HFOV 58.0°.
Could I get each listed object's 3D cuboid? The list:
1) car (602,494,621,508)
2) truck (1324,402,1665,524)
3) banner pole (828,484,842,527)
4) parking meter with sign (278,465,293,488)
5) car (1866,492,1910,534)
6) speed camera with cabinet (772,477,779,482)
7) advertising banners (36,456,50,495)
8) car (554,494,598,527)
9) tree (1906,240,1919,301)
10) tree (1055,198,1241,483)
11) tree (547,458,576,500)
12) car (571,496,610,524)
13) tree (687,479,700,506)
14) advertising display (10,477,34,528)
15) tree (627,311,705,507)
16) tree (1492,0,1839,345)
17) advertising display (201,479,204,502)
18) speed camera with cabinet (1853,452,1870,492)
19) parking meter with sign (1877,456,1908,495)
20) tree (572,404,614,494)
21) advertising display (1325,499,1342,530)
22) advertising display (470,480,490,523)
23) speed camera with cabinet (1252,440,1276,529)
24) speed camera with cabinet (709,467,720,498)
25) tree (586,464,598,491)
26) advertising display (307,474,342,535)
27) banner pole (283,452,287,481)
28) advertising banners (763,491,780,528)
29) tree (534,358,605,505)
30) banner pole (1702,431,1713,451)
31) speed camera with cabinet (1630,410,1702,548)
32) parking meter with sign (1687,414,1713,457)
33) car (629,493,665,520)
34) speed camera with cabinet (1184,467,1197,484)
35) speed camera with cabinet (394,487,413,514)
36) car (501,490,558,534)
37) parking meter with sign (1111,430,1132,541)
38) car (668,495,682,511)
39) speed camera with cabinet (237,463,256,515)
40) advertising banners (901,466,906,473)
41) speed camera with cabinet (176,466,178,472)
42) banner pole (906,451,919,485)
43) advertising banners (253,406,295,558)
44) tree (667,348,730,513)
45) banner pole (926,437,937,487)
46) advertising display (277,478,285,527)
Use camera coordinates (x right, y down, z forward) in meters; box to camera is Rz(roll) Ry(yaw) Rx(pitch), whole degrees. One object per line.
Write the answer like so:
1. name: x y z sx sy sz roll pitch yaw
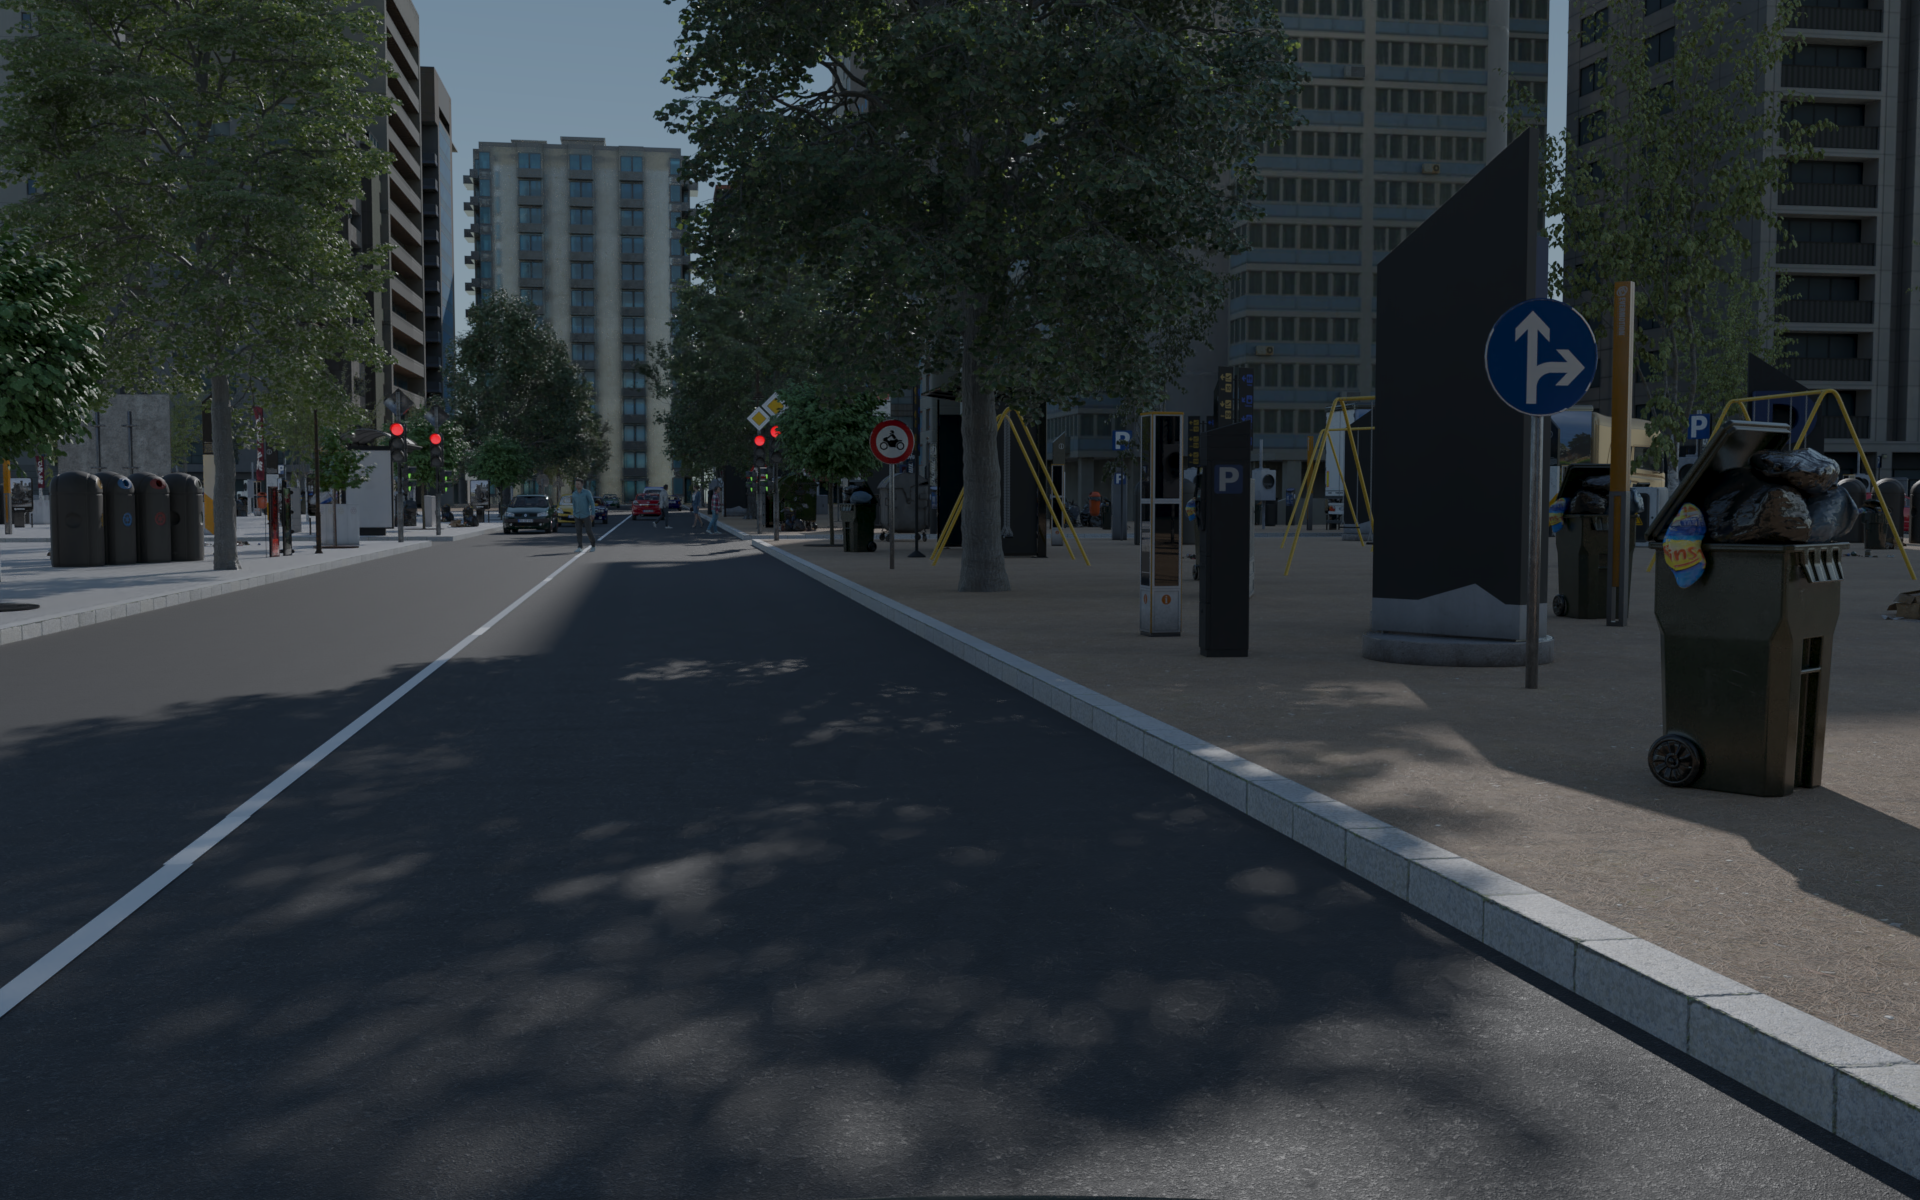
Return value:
1. car: -35.355 -9.992 175.167 2.131 1.459 4.920 -1 4 -10
2. truck: 17.341 -4.043 55.013 11.283 4.237 2.839 -1 4 -10
3. banner pole: -4.889 -4.684 66.592 0.401 3.779 0.863 -1 4 -10
4. parking meter with sign: -40.375 -6.594 104.070 0.543 3.016 1.738 0 4 3
5. car: 30.772 -2.967 57.543 4.494 1.783 2.155 -1 4 -12
6. speed camera with cabinet: -9.935 -6.434 99.533 2.038 3.252 0.660 1 4 10
7. advertising banners: -41.840 -5.121 79.909 0.090 3.025 2.074 1 4 14
8. car: -17.149 -4.094 77.160 2.015 1.641 3.980 -1 4 -12
9. tree: 24.274 -5.513 40.494 4.737 8.622 4.395 0 3 0
10. tree: 4.278 -5.437 39.262 4.360 8.622 3.978 0 3 0
11. tree: -31.306 -11.295 135.030 4.737 8.622 4.395 0 3 0
12. car: -17.941 -4.363 83.923 1.945 1.354 3.894 -1 4 -11
13. tree: -29.601 -12.200 194.069 1.663 3.219 1.824 0 3 0
14. advertising display: -35.919 -3.725 66.114 0.974 1.923 0.123 -1 4 -14
15. tree: -25.932 -19.095 168.100 12.611 20.169 13.585 0 3 0
16. tree: 9.110 -4.415 22.546 4.737 8.622 4.395 0 3 0
17. advertising display: -32.357 -4.276 75.126 0.974 1.923 0.123 -1 4 -13
18. speed camera with cabinet: 40.247 -5.165 78.791 2.038 3.252 0.660 0 4 1
19. parking meter with sign: 42.663 -5.042 78.697 1.738 3.016 0.543 1 4 17
20. tree: -34.365 -13.469 154.634 7.601 10.594 8.767 0 4 -1
21. advertising display: 13.349 -3.470 61.949 0.123 1.923 0.974 3 5 42
22. advertising display: -21.559 -4.440 77.810 0.974 1.923 0.123 1 4 17
23. speed camera with cabinet: 10.402 -4.162 62.388 2.038 3.252 0.660 -2 4 -28
24. speed camera with cabinet: -14.908 -7.071 109.946 2.038 3.252 0.660 -1 4 -9
25. tree: -41.814 -14.902 194.005 4.360 8.622 3.978 0 3 0
26. advertising display: -20.044 -3.017 54.549 0.974 1.923 0.123 0 4 -3
27. banner pole: -39.339 -6.787 100.982 0.401 3.779 0.863 -2 4 -31
28. advertising banners: -6.572 -4.278 66.127 2.074 3.025 0.090 -2 4 -31
29. tree: -33.291 -13.786 143.527 7.486 12.596 7.792 0 3 0
30. banner pole: 25.955 -4.310 60.489 0.401 3.779 0.863 -2 4 -35
31. speed camera with cabinet: 16.788 -2.868 41.221 0.660 3.252 2.038 -3 5 -44
32. parking meter with sign: 16.803 -2.565 38.196 1.738 3.016 0.543 -2 4 -32
33. car: -17.360 -5.346 96.443 2.155 1.783 4.494 -1 4 -10
34. speed camera with cabinet: 7.878 -4.151 62.206 2.038 3.252 0.660 -2 4 -24
35. speed camera with cabinet: -35.606 -7.081 110.109 0.660 3.252 2.038 1 4 15
36. car: -15.812 -3.305 63.818 2.009 1.686 4.222 -1 4 -8
37. parking meter with sign: 4.466 -3.184 48.321 0.543 3.016 1.738 0 4 2
38. car: -24.118 -8.064 144.422 1.945 1.354 3.894 -1 4 -10
39. speed camera with cabinet: -44.895 -7.011 108.969 0.660 3.252 2.038 -3 5 -40
40. advertising banners: -3.082 -6.974 110.217 0.090 3.025 2.074 3 4 36
41. speed camera with cabinet: -54.045 -7.741 120.893 0.660 3.252 2.038 3 4 38
42. banner pole: -2.270 -5.831 85.361 0.863 3.779 0.401 1 4 11
43. advertising banners: -13.968 -2.388 35.237 0.090 3.025 2.074 0 4 -2
44. tree: -16.427 -12.333 119.767 7.486 12.596 7.792 0 3 0
45. banner pole: -1.270 -5.232 75.566 0.401 3.779 0.863 -3 5 -40
46. advertising display: -26.658 -3.843 68.049 0.123 1.923 0.974 -2 4 -31
